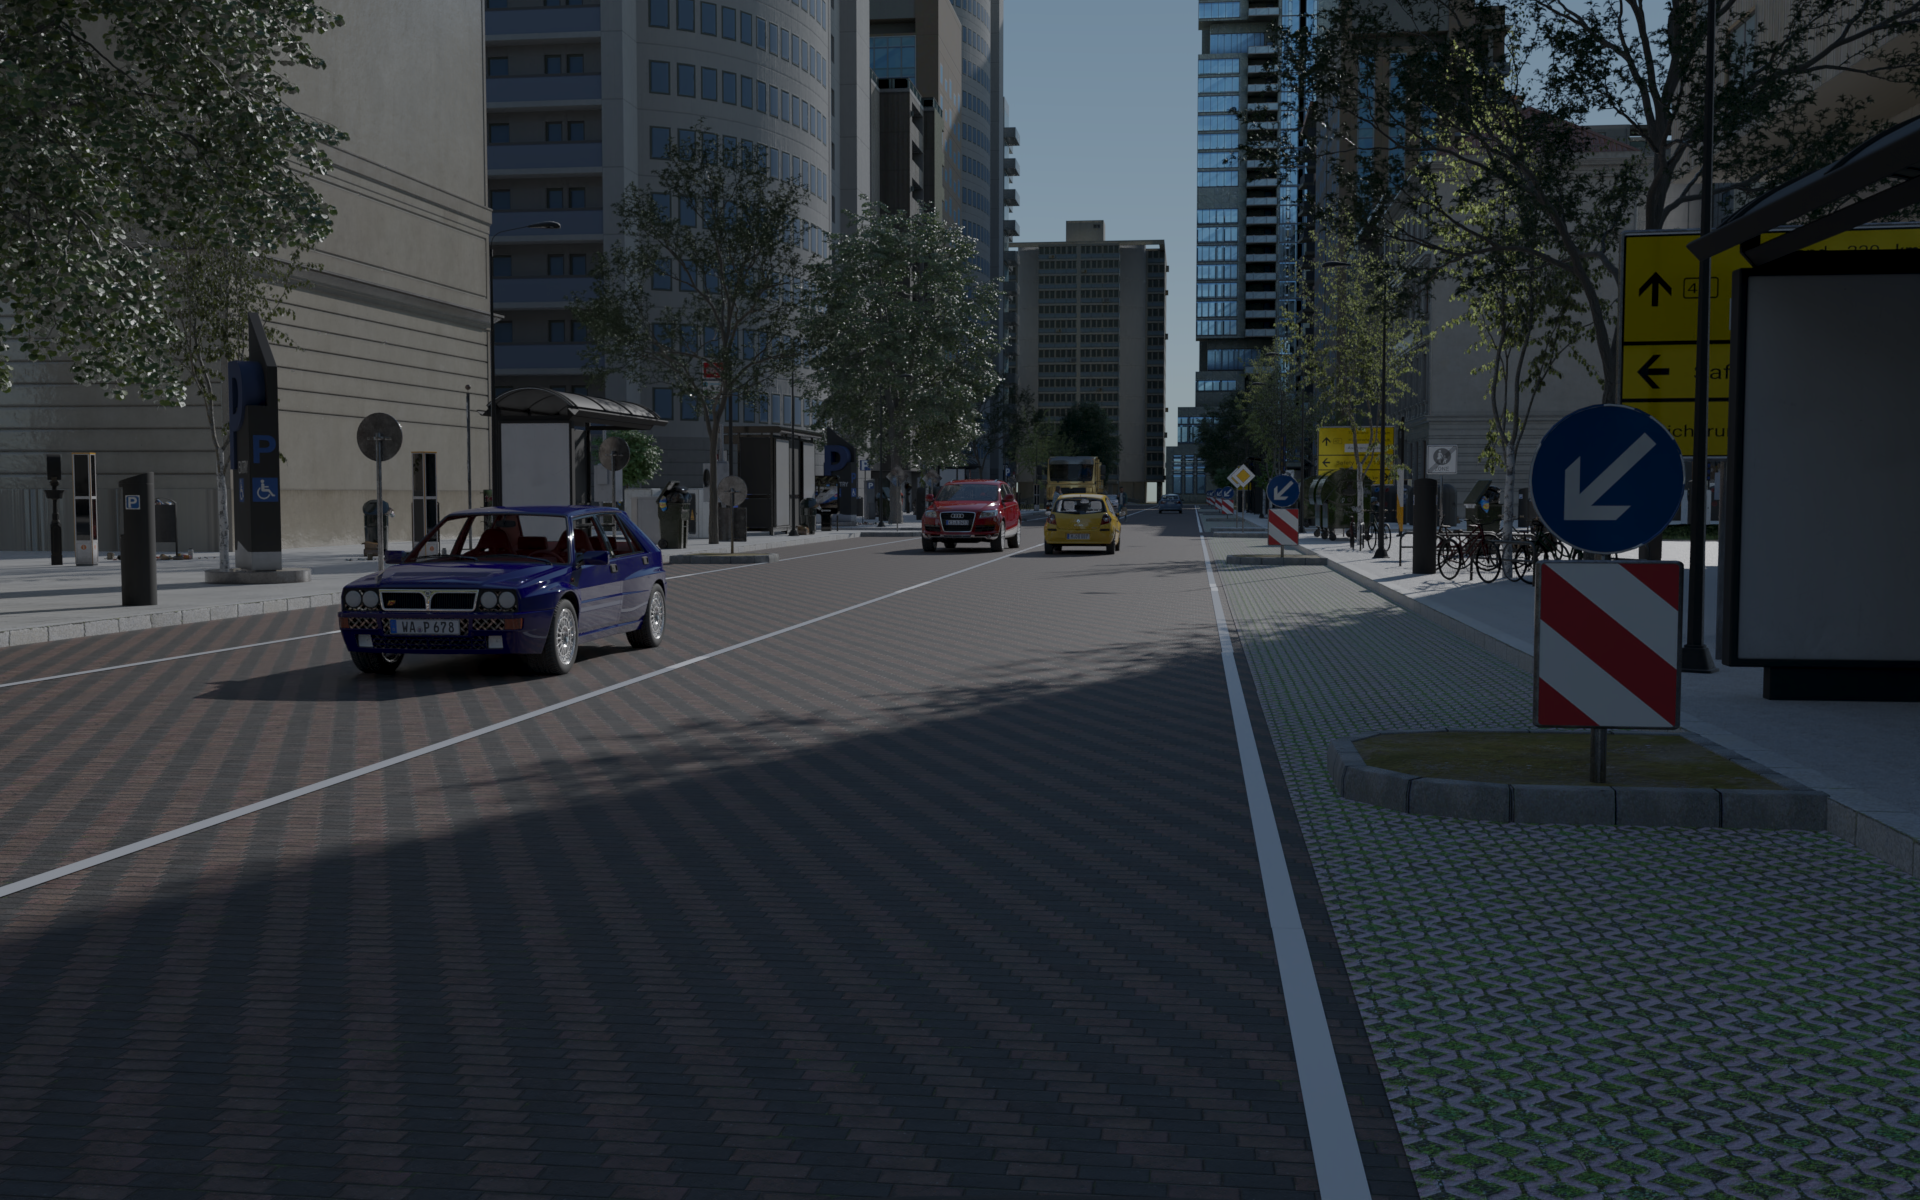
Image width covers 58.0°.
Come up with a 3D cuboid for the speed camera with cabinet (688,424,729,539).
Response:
[{"bbox_3d":[-7.201,-3.368,49.406,0.660,3.252,2.038,-2,4,-28],"label":"speed camera with cabinet"}]

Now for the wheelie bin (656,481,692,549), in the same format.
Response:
[{"bbox_3d":[-6.706,-2.005,40.696,0.693,1.594,0.980,1,4,11],"label":"wheelie bin"}]

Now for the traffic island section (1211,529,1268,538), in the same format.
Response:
[{"bbox_3d":[9.467,-2.175,57.845,2.009,0.180,2.903,0,4,8],"label":"traffic island section"}]

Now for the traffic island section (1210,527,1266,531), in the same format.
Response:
[{"bbox_3d":[10.530,-2.659,65.759,2.009,0.180,2.903,0,4,8],"label":"traffic island section"}]

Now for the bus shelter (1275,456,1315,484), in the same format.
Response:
[{"bbox_3d":[18.403,-6.221,95.630,2.014,3.302,5.546,0,4,8],"label":"bus shelter"}]

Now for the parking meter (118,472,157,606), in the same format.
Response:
[{"bbox_3d":[-9.475,-0.706,19.960,0.372,1.533,0.369,0,3,0],"label":"parking meter"}]

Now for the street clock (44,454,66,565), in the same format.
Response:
[{"bbox_3d":[-16.313,-1.630,31.227,0.358,2.002,0.471,-2,4,-28],"label":"street clock"}]

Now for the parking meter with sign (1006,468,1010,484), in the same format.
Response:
[{"bbox_3d":[2.537,-7.316,115.871,1.738,3.016,0.543,3,5,44],"label":"parking meter with sign"}]

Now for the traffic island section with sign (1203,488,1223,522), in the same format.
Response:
[{"bbox_3d":[13.860,-5.005,90.466,1.989,1.847,2.006,0,4,8],"label":"traffic island section with sign"}]

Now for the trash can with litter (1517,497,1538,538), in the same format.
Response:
[{"bbox_3d":[17.261,-2.436,50.893,2.233,1.210,1.678,-2,4,-25],"label":"trash can with litter"}]

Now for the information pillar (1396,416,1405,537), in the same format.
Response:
[{"bbox_3d":[13.308,-3.728,52.305,0.183,3.616,0.504,0,4,1],"label":"information pillar"}]

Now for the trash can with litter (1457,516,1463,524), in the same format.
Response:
[{"bbox_3d":[21.284,-3.911,75.335,1.055,1.170,0.624,0,4,-6],"label":"trash can with litter"}]

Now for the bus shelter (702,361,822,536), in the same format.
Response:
[{"bbox_3d":[-6.338,-4.714,54.714,2.179,5.291,8.768,0,4,8],"label":"bus shelter"}]

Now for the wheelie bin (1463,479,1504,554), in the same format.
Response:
[{"bbox_3d":[11.251,-1.793,37.221,0.693,1.594,0.980,0,4,-8],"label":"wheelie bin"}]

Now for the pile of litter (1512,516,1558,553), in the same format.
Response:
[{"bbox_3d":[12.724,-1.517,38.773,1.719,0.858,1.176,-2,4,-35],"label":"pile of litter"}]

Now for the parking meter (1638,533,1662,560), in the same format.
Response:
[{"bbox_3d":[13.143,-1.664,32.914,0.399,1.863,0.255,-1,4,-15],"label":"parking meter"}]

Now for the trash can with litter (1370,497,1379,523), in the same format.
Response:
[{"bbox_3d":[16.174,-3.529,69.079,1.055,1.170,0.624,-1,4,-18],"label":"trash can with litter"}]

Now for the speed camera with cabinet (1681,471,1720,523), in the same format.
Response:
[{"bbox_3d":[30.295,-4.629,70.014,2.038,3.252,0.660,0,4,-4],"label":"speed camera with cabinet"}]

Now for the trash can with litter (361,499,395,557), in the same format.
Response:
[{"bbox_3d":[-12.092,-1.503,35.960,0.624,1.170,1.055,-1,4,-13],"label":"trash can with litter"}]

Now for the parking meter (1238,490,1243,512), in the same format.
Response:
[{"bbox_3d":[19.614,-6.890,121.067,0.372,1.533,0.369,0,3,0],"label":"parking meter"}]

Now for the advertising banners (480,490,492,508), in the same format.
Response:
[{"bbox_3d":[-12.686,-3.270,49.653,2.074,3.025,0.090,-1,4,-17],"label":"advertising banners"}]

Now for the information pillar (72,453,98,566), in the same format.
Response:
[{"bbox_3d":[-15.588,-1.613,30.865,0.304,2.012,0.304,-1,4,-9],"label":"information pillar"}]

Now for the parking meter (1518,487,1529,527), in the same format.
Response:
[{"bbox_3d":[21.713,-3.569,66.770,0.372,1.533,0.369,0,3,0],"label":"parking meter"}]

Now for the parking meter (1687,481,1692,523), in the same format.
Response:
[{"bbox_3d":[27.872,-3.678,65.841,0.399,1.863,0.255,0,4,8],"label":"parking meter"}]

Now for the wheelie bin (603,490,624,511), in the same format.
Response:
[{"bbox_3d":[-12.092,-3.185,59.986,0.980,1.594,0.693,1,4,18],"label":"wheelie bin"}]

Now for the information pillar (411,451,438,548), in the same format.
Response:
[{"bbox_3d":[-9.254,-1.558,29.963,0.304,2.012,0.304,2,4,28],"label":"information pillar"}]

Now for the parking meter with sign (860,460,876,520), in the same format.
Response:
[{"bbox_3d":[-4.619,-5.595,87.738,0.543,3.016,1.738,-1,4,-16],"label":"parking meter with sign"}]

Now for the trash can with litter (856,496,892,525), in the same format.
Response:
[{"bbox_3d":[-3.970,-3.759,72.516,2.233,1.210,1.678,1,4,13],"label":"trash can with litter"}]

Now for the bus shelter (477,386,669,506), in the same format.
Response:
[{"bbox_3d":[-7.742,-2.533,35.333,2.014,3.302,5.546,0,4,8],"label":"bus shelter"}]

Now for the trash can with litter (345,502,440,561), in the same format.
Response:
[{"bbox_3d":[-10.848,-1.392,33.814,2.233,1.210,1.678,-2,4,-24],"label":"trash can with litter"}]

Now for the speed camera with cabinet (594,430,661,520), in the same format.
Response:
[{"bbox_3d":[-10.043,-3.550,52.372,2.038,3.252,0.660,1,4,21],"label":"speed camera with cabinet"}]

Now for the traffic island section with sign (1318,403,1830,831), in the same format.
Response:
[{"bbox_3d":[2.835,0.015,8.390,1.989,1.847,2.006,0,4,8],"label":"traffic island section with sign"}]

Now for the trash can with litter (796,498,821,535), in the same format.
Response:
[{"bbox_3d":[-4.782,-2.628,54.353,0.624,1.170,1.055,1,4,10],"label":"trash can with litter"}]

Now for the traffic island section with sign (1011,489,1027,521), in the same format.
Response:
[{"bbox_3d":[2.501,-5.079,91.662,1.989,1.847,2.006,0,4,8],"label":"traffic island section with sign"}]

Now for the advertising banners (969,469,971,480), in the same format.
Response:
[{"bbox_3d":[0.576,-7.812,123.911,0.090,3.025,2.074,-1,4,-9],"label":"advertising banners"}]

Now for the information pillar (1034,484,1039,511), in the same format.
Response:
[{"bbox_3d":[5.804,-7.754,131.267,0.304,2.012,0.304,3,5,40],"label":"information pillar"}]

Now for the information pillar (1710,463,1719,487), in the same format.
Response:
[{"bbox_3d":[55.724,-8.377,128.310,0.504,3.616,0.183,0,4,7],"label":"information pillar"}]

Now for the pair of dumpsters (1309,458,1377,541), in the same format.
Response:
[{"bbox_3d":[10.861,-2.860,49.247,1.574,2.255,4.437,0,4,8],"label":"pair of dumpsters"}]

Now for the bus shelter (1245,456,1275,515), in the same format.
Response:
[{"bbox_3d":[19.191,-7.302,110.673,1.731,3.624,6.357,0,4,7],"label":"bus shelter"}]

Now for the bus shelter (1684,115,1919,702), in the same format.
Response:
[{"bbox_3d":[5.244,-0.872,8.186,2.014,3.302,5.546,0,4,7],"label":"bus shelter"}]

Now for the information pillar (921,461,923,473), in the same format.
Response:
[{"bbox_3d":[-2.019,-6.585,99.021,0.504,3.616,0.183,3,5,42],"label":"information pillar"}]

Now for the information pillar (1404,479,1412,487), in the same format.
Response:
[{"bbox_3d":[22.376,-5.026,86.659,0.304,2.012,0.304,-3,4,-38],"label":"information pillar"}]

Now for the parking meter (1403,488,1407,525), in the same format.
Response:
[{"bbox_3d":[18.578,-3.933,72.708,0.372,1.533,0.369,0,3,0],"label":"parking meter"}]

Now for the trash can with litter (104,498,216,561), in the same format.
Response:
[{"bbox_3d":[-15.929,-1.395,33.865,2.233,1.210,1.678,0,4,-2],"label":"trash can with litter"}]

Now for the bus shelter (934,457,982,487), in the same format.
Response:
[{"bbox_3d":[-0.138,-6.209,95.442,2.014,3.302,5.546,0,4,8],"label":"bus shelter"}]

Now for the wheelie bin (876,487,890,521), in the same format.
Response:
[{"bbox_3d":[-3.578,-4.559,82.454,0.693,1.594,0.980,2,4,31],"label":"wheelie bin"}]

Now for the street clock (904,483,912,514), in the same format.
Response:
[{"bbox_3d":[-3.414,-6.688,113.917,0.471,2.002,0.358,-1,4,-19],"label":"street clock"}]

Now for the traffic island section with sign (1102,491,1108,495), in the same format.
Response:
[{"bbox_3d":[16.438,-11.425,195.422,1.989,1.847,2.006,0,4,8],"label":"traffic island section with sign"}]

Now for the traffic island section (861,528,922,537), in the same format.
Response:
[{"bbox_3d":[-2.170,-2.271,59.407,2.009,0.180,2.903,0,4,8],"label":"traffic island section"}]

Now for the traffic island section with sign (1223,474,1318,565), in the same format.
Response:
[{"bbox_3d":[6.494,-1.650,35.612,1.989,1.847,2.006,0,4,8],"label":"traffic island section with sign"}]

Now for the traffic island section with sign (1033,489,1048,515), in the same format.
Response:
[{"bbox_3d":[6.085,-6.713,118.379,1.989,1.847,2.006,0,4,8],"label":"traffic island section with sign"}]

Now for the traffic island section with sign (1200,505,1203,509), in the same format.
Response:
[{"bbox_3d":[17.449,-6.639,117.182,1.989,1.847,2.006,0,4,8],"label":"traffic island section with sign"}]

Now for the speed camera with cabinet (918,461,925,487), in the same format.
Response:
[{"bbox_3d":[-1.189,-5.940,91.457,2.038,3.252,0.660,1,4,12],"label":"speed camera with cabinet"}]

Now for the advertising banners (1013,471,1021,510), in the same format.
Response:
[{"bbox_3d":[4.384,-8.401,133.546,0.090,3.025,2.074,-1,4,-14],"label":"advertising banners"}]
